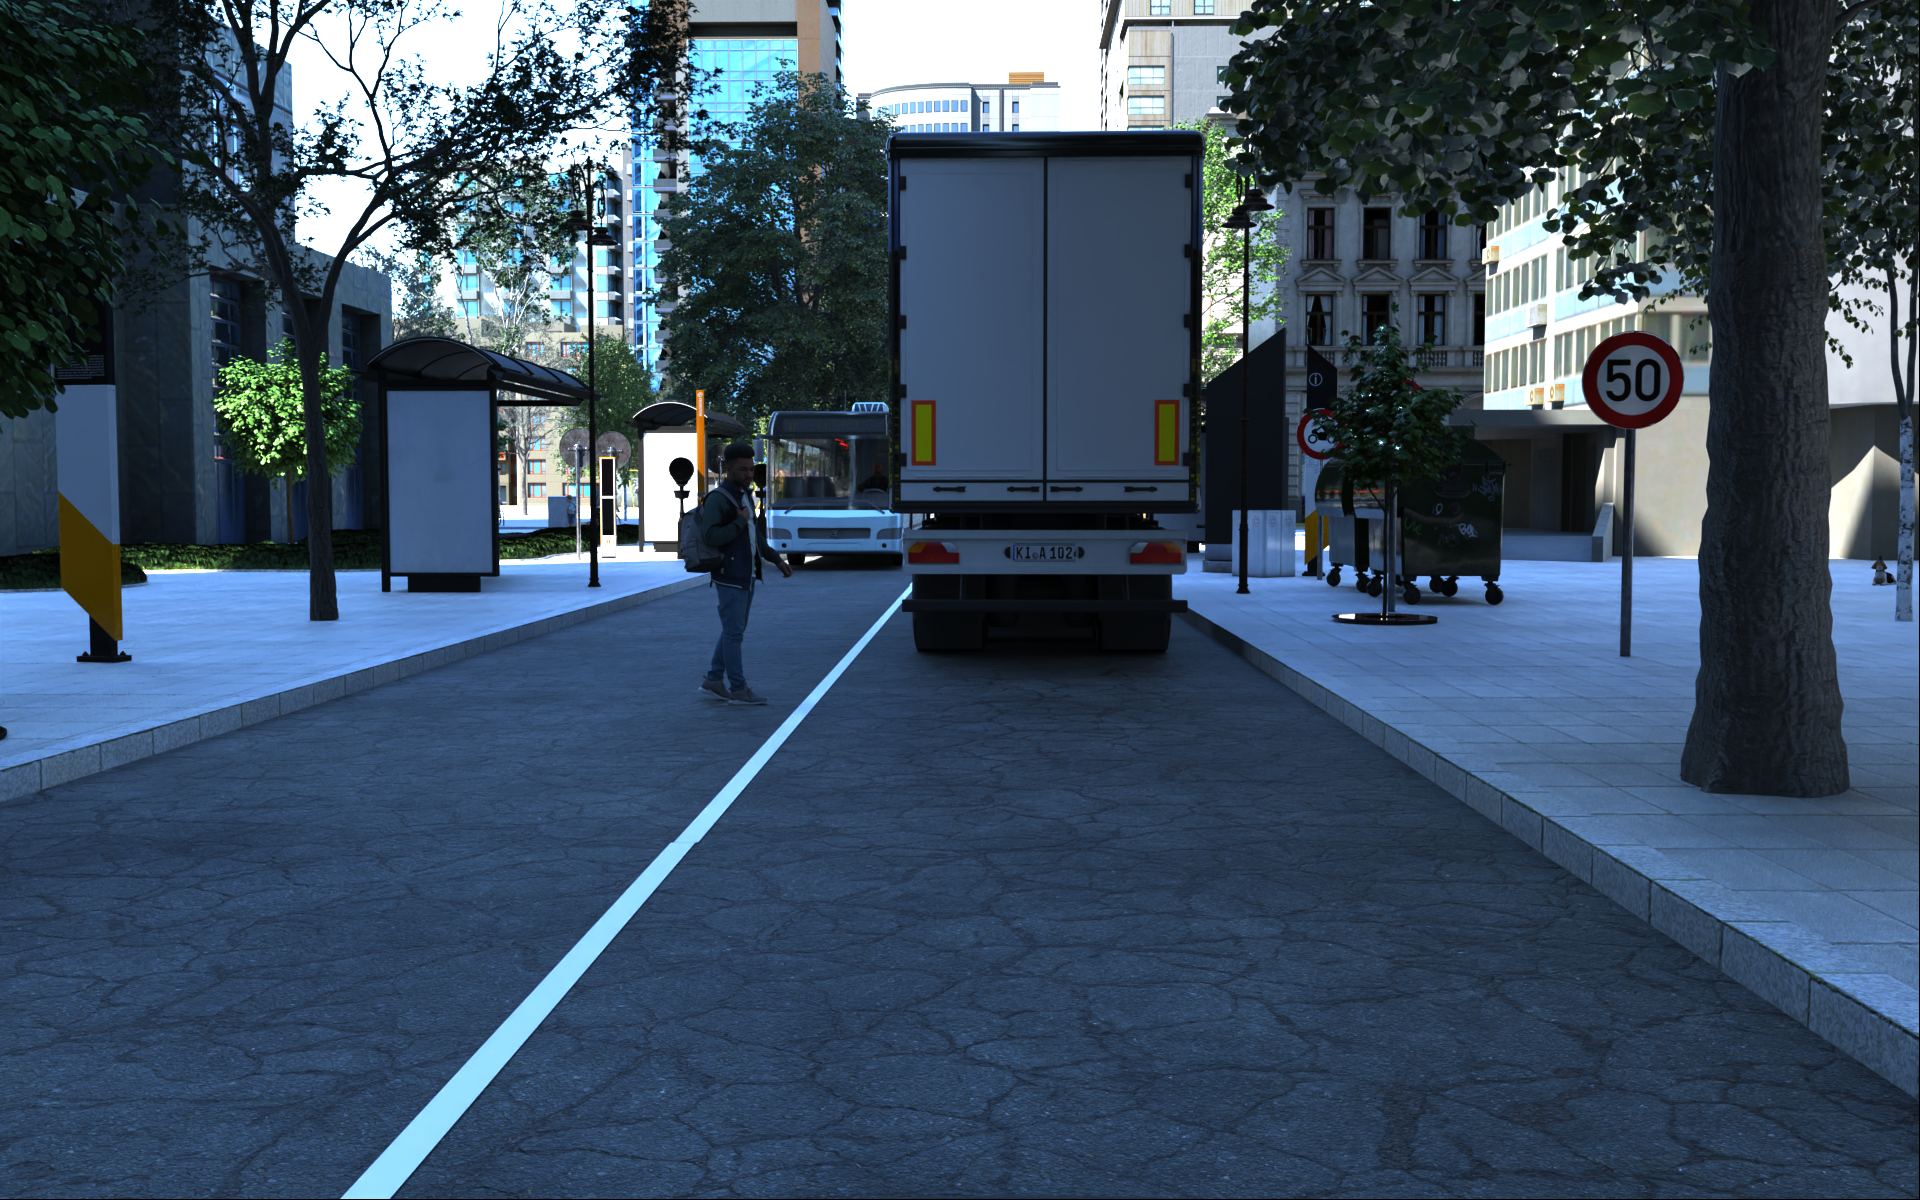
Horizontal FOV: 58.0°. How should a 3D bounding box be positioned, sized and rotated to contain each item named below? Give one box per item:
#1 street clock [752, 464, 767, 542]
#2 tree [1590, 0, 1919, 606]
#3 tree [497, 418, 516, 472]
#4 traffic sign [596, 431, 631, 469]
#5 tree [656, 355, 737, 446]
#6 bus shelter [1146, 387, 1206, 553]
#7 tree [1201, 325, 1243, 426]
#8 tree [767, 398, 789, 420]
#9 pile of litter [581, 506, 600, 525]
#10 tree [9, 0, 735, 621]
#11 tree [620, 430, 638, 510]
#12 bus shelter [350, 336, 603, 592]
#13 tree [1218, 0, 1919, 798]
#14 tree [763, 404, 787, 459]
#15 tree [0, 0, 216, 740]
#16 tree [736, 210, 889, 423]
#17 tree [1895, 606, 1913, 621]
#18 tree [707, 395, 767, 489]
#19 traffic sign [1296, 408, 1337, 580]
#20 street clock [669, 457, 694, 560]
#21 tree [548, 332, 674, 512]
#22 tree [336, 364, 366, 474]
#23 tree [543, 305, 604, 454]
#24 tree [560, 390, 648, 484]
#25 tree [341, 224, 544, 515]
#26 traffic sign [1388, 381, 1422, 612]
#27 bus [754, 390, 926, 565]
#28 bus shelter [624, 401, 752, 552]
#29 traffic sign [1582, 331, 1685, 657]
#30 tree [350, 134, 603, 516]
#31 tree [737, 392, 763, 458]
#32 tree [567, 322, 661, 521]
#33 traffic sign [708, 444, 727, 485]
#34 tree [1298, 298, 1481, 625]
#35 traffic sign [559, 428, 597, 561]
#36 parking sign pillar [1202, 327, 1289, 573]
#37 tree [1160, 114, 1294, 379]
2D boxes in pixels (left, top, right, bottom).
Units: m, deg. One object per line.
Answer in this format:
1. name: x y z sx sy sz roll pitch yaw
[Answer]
1. street clock: -4.724 -2.243 41.250 0.471 2.002 0.358 -2 4 -32
2. tree: 10.157 -4.392 22.165 4.360 8.622 3.978 0 3 0
3. tree: -16.379 -4.493 57.176 4.285 4.588 4.351 0 3 0
4. traffic sign: -7.068 -2.146 35.188 0.768 2.556 0.104 0 4 3
5. tree: -14.702 -8.803 94.292 4.360 8.622 3.978 0 3 0
6. bus shelter: 4.796 -2.528 35.249 2.014 3.302 5.546 0 4 1
7. tree: 10.218 -7.545 73.730 4.737 8.622 4.395 0 3 0
8. tree: -11.852 -9.656 108.239 4.737 8.622 4.395 0 3 0
9. pile of litter: -14.613 -3.376 69.170 1.176 0.858 1.719 -1 4 -18
10. tree: -6.494 -5.092 17.674 8.767 10.594 7.601 0 4 -6
11. tree: -27.437 -11.707 141.767 4.360 8.622 3.978 0 3 0
12. bus shelter: -6.772 -1.904 25.053 2.014 3.302 5.546 0 4 1
13. tree: 3.561 -6.144 7.111 9.857 13.997 8.962 0 3 0
14. tree: -15.029 -12.214 134.105 7.601 10.594 8.767 0 4 1
15. tree: -5.612 -1.531 8.752 4.285 4.588 4.351 0 3 0
16. tree: -5.182 -10.138 76.128 12.009 13.543 11.850 0 3 0
17. tree: 9.630 -4.078 17.032 4.360 8.622 3.978 0 3 0
18. tree: -14.057 -9.198 100.748 4.737 8.622 4.395 0 3 0
19. traffic sign: 5.374 -1.571 25.789 0.768 2.556 0.104 0 4 1
20. street clock: -5.447 -1.796 33.932 0.471 2.002 0.358 0 4 -2
21. tree: -24.543 -12.589 122.832 9.611 12.733 9.660 0 3 0
22. tree: -13.987 -3.213 36.247 4.285 4.588 4.351 0 3 0
23. tree: -26.530 -11.910 105.093 12.009 13.543 11.850 0 3 0
24. tree: -27.512 -13.214 134.172 7.486 12.596 7.792 0 3 0
25. tree: -26.495 -10.373 79.963 12.009 13.543 11.850 0 3 0
26. traffic sign: 4.696 -1.142 18.774 0.768 2.556 0.104 0 4 5
27. bus: -2.201 -2.624 37.761 2.948 3.499 13.247 0 4 1
28. bus shelter: -6.255 -2.849 40.503 2.014 3.302 5.546 0 4 1
29. traffic sign: 5.262 -0.827 13.621 0.768 2.556 0.104 1 4 9
30. tree: -25.658 -14.432 91.855 12.611 20.169 13.585 0 3 0
31. tree: -15.403 -10.184 116.866 4.360 8.622 3.978 0 3 0
32. tree: -15.269 -7.633 75.162 4.737 8.622 4.395 0 3 0
33. traffic sign: -6.072 -2.675 43.846 0.768 2.556 0.104 0 4 5
34. tree: 4.270 -1.382 17.195 1.663 3.219 1.824 0 3 0
35. traffic sign: -7.338 -2.029 33.274 0.768 2.556 0.104 1 4 10
36. parking sign pillar: 4.727 -2.449 28.516 1.447 3.967 1.447 2 4 25
37. tree: 5.482 -7.459 47.713 9.928 11.665 9.643 0 3 0
